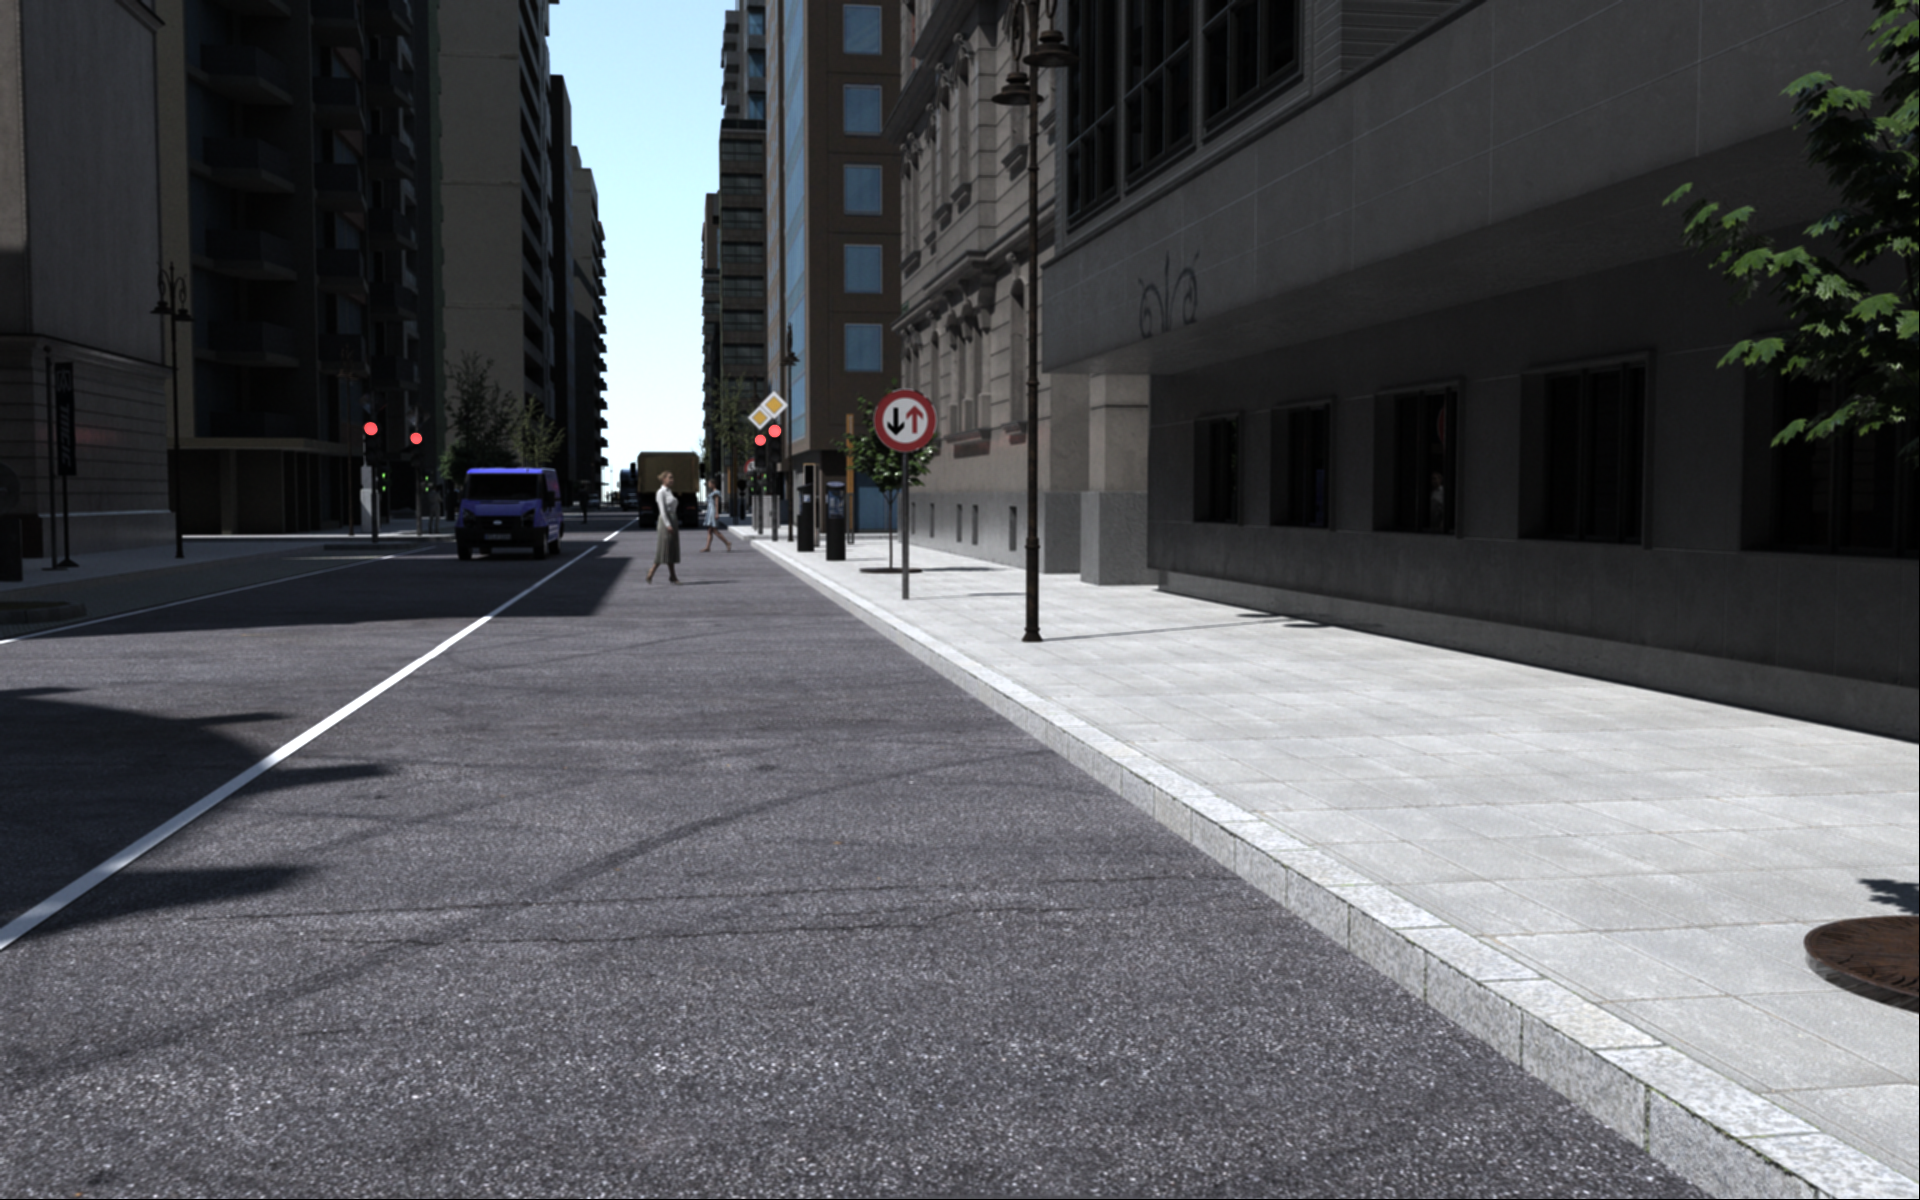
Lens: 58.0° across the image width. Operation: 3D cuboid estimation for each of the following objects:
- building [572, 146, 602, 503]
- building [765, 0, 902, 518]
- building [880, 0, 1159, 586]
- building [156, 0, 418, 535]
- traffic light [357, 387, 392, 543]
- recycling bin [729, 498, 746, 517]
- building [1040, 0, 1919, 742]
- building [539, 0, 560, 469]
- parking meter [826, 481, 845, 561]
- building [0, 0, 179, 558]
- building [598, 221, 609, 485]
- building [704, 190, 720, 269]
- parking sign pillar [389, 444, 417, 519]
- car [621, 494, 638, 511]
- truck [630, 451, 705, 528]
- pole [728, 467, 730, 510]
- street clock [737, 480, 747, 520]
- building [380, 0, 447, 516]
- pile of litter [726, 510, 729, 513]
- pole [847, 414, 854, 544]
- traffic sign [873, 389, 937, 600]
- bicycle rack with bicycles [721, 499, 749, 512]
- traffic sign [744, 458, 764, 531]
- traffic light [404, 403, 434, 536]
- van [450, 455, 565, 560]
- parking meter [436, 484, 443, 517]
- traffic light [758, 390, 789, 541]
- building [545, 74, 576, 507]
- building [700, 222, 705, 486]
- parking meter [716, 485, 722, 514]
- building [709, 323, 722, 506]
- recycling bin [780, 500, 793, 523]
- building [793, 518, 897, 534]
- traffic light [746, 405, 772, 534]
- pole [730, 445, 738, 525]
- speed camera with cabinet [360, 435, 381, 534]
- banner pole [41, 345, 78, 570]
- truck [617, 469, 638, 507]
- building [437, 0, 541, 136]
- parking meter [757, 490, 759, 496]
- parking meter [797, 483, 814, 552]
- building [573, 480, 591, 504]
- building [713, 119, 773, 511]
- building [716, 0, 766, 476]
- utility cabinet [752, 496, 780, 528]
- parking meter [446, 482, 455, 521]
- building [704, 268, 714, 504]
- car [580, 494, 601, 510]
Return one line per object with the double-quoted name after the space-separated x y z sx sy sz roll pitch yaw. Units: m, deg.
-61.776 -37.853 242.595 21.300 48.544 21.600 -1 4 -9 "building"
-5.383 -28.353 113.686 14.600 45.320 14.200 -1 4 -9 "building"
6.271 -15.163 35.301 14.401 28.519 23.554 -1 4 -9 "building"
-33.073 -25.073 64.575 22.147 44.769 28.867 -1 4 -9 "building"
-15.327 -3.450 45.323 0.839 4.253 0.868 -1 4 -9 "traffic light"
-12.734 -5.298 99.177 0.722 1.027 0.722 -3 4 -37 "recycling bin"
10.308 -11.585 8.474 14.314 24.678 30.058 -1 4 -9 "building"
-51.907 -34.853 159.078 28.713 52.752 27.495 -1 4 -9 "building"
-2.398 -1.530 33.421 0.372 1.533 0.369 0 3 0 "parking meter"
-28.071 -10.559 37.272 19.286 19.102 10.561 -1 4 -9 "building"
-65.982 -37.488 267.545 22.147 44.769 28.867 -1 4 -9 "building"
-29.838 -36.780 251.470 14.600 45.320 14.200 -1 4 -9 "building"
-28.882 -6.199 89.826 1.447 3.967 1.447 0 4 -4 "parking sign pillar"
-27.209 -8.243 144.567 2.009 1.686 4.222 0 4 -8 "car"
-13.057 -4.990 77.511 3.469 3.379 9.791 -1 4 -10 "truck"
-17.143 -8.263 128.938 0.158 3.312 0.155 0 3 0 "pole"
-10.859 -5.005 86.398 0.471 2.002 0.358 1 4 13 "street clock"
-36.895 -25.234 96.170 14.154 41.232 14.086 -1 4 -9 "building"
-15.231 -6.270 116.478 1.176 0.858 1.719 1 4 17 "pile of litter"
-2.806 -3.084 44.268 0.158 3.312 0.155 0 3 0 "pole"
-0.662 -1.280 21.026 0.768 2.556 0.104 0 4 -1 "traffic sign"
-16.323 -6.891 126.054 2.925 0.926 2.852 -1 4 -21 "bicycle rack with bicycles"
-7.149 -3.694 60.506 0.768 2.556 0.104 0 4 -2 "traffic sign"
-16.624 -3.932 53.202 0.839 4.253 0.868 -1 4 -9 "traffic light"
-10.243 -2.150 39.543 2.240 2.365 5.245 0 4 -8 "van"
-29.620 -5.679 98.556 0.399 1.863 0.255 -1 4 -13 "parking meter"
-5.056 -3.554 47.023 0.839 4.253 0.868 -1 4 -9 "traffic light"
-47.830 -32.474 181.060 14.600 45.320 14.200 -1 4 -9 "building"
-29.588 -37.866 273.740 22.147 44.769 28.867 -1 4 -9 "building"
-15.597 -6.493 111.879 0.399 1.863 0.255 -1 4 -16 "parking meter"
-13.448 -21.197 191.610 27.650 21.520 28.899 -1 4 -9 "building"
-7.660 -3.898 76.286 0.722 1.027 0.722 1 4 13 "recycling bin"
1.085 -25.200 62.136 14.200 45.320 14.600 -1 4 -9 "building"
-6.353 -4.036 54.902 0.839 4.253 0.868 -1 4 -9 "traffic light"
-9.431 -4.824 72.712 0.158 3.312 0.155 0 3 0 "pole"
-19.391 -3.834 57.027 0.660 3.252 2.038 -1 4 -16 "speed camera with cabinet"
-15.102 -2.388 29.066 0.863 3.779 0.401 2 4 27 "banner pole"
-36.348 -12.377 192.120 2.967 4.110 18.799 -1 4 -10 "truck"
-44.422 -31.309 135.599 21.300 48.544 21.600 -1 4 -9 "building"
-13.875 -6.778 119.230 0.372 1.533 0.369 0 3 0 "parking meter"
-3.437 -1.844 38.560 0.372 1.533 0.369 0 3 0 "parking meter"
-63.664 -32.244 219.075 32.217 40.220 23.993 -1 4 -9 "building"
-12.013 -22.377 137.558 14.160 30.474 14.107 -1 4 -9 "building"
-10.596 -33.064 160.202 23.786 49.044 30.456 -1 4 -9 "building"
-7.248 -3.275 64.709 1.020 1.237 0.306 0 4 0 "utility cabinet"
-24.127 -4.668 82.031 0.255 1.863 0.399 -3 5 -44 "parking meter"
-25.866 -27.612 223.165 14.160 30.474 14.107 -1 4 -9 "building"
-33.561 -8.889 157.340 2.014 1.417 4.499 -1 4 -11 "car"
